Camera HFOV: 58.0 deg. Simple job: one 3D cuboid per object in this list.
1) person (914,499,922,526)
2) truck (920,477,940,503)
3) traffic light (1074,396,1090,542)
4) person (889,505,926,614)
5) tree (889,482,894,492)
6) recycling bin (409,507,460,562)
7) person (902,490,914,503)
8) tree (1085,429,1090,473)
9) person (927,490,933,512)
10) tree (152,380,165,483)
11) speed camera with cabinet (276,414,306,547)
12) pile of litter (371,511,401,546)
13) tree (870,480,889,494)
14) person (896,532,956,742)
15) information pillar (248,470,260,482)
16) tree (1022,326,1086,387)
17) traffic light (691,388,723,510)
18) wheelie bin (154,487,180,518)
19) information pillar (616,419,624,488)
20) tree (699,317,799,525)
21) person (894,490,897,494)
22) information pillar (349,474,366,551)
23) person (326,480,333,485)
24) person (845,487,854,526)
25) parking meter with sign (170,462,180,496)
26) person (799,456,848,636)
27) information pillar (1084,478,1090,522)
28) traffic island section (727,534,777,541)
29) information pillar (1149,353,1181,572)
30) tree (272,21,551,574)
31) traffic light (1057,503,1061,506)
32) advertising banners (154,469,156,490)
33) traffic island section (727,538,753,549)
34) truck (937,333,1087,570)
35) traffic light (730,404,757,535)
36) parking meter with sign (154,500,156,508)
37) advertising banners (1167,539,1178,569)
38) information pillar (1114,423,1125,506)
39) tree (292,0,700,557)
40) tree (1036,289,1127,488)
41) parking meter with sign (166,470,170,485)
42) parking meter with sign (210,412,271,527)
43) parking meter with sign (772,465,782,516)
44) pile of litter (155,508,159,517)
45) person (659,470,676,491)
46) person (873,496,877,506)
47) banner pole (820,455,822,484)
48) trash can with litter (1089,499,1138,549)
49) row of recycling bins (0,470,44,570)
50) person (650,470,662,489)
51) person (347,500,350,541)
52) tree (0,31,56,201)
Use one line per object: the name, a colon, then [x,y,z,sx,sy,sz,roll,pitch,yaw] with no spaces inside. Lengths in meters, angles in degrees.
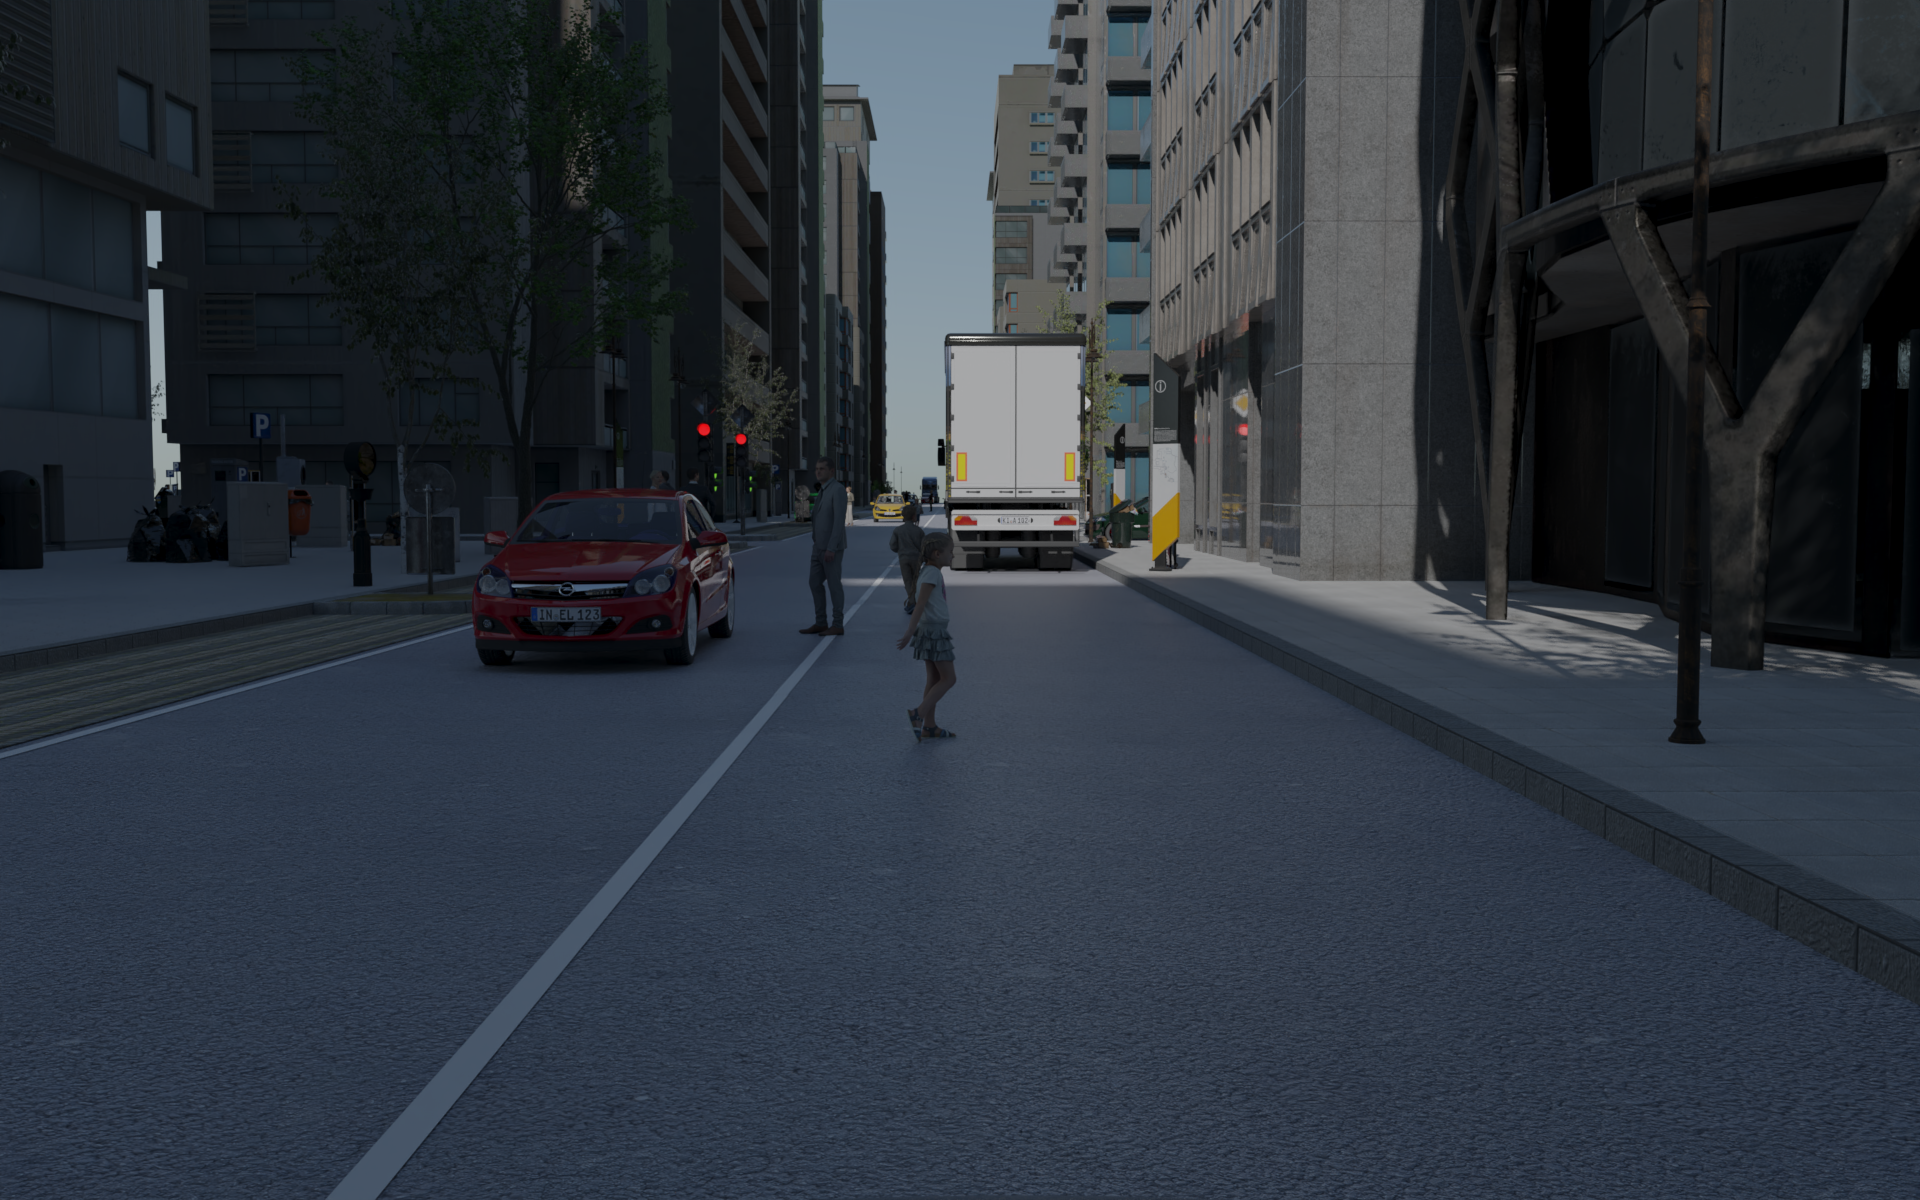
person: [-1.719,-3.505,70.491,0.332,1.250,0.352,1,4,12]
truck: [-4.617,-17.402,274.287,2.967,4.110,18.799,0,4,0]
traffic light: [3.092,-3.490,45.986,0.839,4.253,0.868,0,4,0]
person: [-0.619,-0.488,20.747,0.475,1.303,0.640,-1,4,-21]
tree: [-9.987,-14.198,226.732,1.663,3.219,1.824,0,3,0]
recycling bin: [-9.892,-1.222,32.530,0.722,1.027,0.722,3,5,40]
person: [-4.338,-8.009,140.271,1.217,1.723,0.721,0,4,-6]
tree: [3.840,-5.296,70.298,4.285,4.588,4.351,0,3,0]
person: [-2.463,-8.145,142.189,0.721,1.766,1.217,1,4,17]
tree: [-33.230,-7.167,67.542,4.737,8.622,4.395,0,3,0]
speed camera with cabinet: [-16.502,-2.940,42.405,0.660,3.252,2.038,-1,4,-10]
pile of litter: [-14.292,-1.785,43.144,1.176,0.858,1.719,-2,4,-30]
tree: [-10.100,-13.326,212.476,1.663,3.219,1.824,0,3,0]
person: [-0.217,0.205,10.163,0.382,1.210,0.505,-1,4,-11]
information pillar: [-22.029,-3.031,54.056,0.304,2.012,0.304,-3,5,-45]
tree: [3.653,-7.633,75.155,4.360,8.622,3.978,0,3,0]
traffic light: [-6.719,-3.487,45.929,0.839,4.253,0.868,0,4,0]
wheelie bin: [-34.902,-4.166,76.030,0.693,1.594,0.980,0,4,-7]
information pillar: [-10.496,-3.786,53.257,0.183,3.616,0.504,1,4,15]
tree: [-8.940,-7.433,71.899,4.360,8.622,3.978,0,3,0]
person: [-3.966,-5.933,106.506,0.522,1.701,0.512,-1,4,-19]
information pillar: [-13.502,-2.099,38.815,0.304,2.012,0.304,-2,4,-30]
person: [-18.723,-2.648,51.659,0.638,1.841,0.748,-3,4,-37]
person: [-5.031,-4.214,77.952,0.362,1.759,0.519,-3,5,-44]
parking meter with sign: [-41.713,-5.977,93.985,0.543,3.016,1.738,2,4,33]
person: [-1.334,-0.548,17.565,0.391,1.810,0.635,-2,4,-32]
information pillar: [5.944,-4.640,80.358,0.304,2.012,0.304,-1,4,-11]
traffic island section: [-6.793,-1.943,54.048,2.009,0.180,2.903,0,4,0]
information pillar: [3.402,-2.281,28.649,0.504,3.616,0.183,3,4,36]
tree: [-8.803,-4.715,27.456,4.360,8.622,3.978,0,3,0]
traffic light: [3.058,-3.979,53.971,0.839,4.253,0.868,0,4,0]
advertising banners: [-55.132,-7.459,118.147,0.090,3.025,2.074,-3,4,-39]
traffic island section: [-6.759,-1.455,46.063,2.009,0.180,2.903,0,4,0]
truck: [0.928,-2.867,35.783,2.839,4.237,11.283,0,4,0]
traffic light: [-6.753,-3.975,53.914,0.839,4.253,0.868,0,4,0]
parking meter with sign: [-53.532,-7.183,113.695,0.543,3.016,1.738,1,4,19]
advertising banners: [3.680,-2.089,30.346,0.090,3.025,2.074,0,4,1]
information pillar: [5.283,-4.031,57.265,0.504,3.616,0.183,-3,5,-43]
tree: [-9.000,-6.680,34.977,9.928,11.665,9.643,0,3,0]
tree: [4.138,-6.800,61.545,4.737,8.622,4.395,0,3,0]
parking meter with sign: [-56.143,-7.793,123.676,0.543,3.016,1.738,-3,5,-39]
parking meter with sign: [-15.802,-2.523,37.505,1.738,3.016,0.543,1,4,18]
parking meter with sign: [-10.795,-6.469,102.030,0.543,3.016,1.738,-1,4,-14]
pile of litter: [-29.506,-3.054,63.899,1.176,0.858,1.719,1,4,17]
person: [-5.299,-1.359,30.518,0.447,1.846,0.655,1,4,20]
person: [-5.073,-5.610,104.504,0.425,1.301,0.394,-2,4,-33]
banner pole: [-8.746,-7.361,110.369,0.401,3.779,0.863,1,4,18]
trash can with litter: [3.620,-1.801,40.836,1.055,1.170,0.624,-1,4,-22]
row of recycling bins: [-16.916,-1.306,28.474,1.069,1.692,3.534,2,4,29]
person: [-5.180,-1.281,29.320,0.818,1.842,0.514,-1,4,-20]
person: [-17.476,-2.326,49.127,0.523,1.515,0.503,-2,4,-24]
tree: [-9.280,-3.833,13.027,4.360,8.622,3.978,0,3,0]
